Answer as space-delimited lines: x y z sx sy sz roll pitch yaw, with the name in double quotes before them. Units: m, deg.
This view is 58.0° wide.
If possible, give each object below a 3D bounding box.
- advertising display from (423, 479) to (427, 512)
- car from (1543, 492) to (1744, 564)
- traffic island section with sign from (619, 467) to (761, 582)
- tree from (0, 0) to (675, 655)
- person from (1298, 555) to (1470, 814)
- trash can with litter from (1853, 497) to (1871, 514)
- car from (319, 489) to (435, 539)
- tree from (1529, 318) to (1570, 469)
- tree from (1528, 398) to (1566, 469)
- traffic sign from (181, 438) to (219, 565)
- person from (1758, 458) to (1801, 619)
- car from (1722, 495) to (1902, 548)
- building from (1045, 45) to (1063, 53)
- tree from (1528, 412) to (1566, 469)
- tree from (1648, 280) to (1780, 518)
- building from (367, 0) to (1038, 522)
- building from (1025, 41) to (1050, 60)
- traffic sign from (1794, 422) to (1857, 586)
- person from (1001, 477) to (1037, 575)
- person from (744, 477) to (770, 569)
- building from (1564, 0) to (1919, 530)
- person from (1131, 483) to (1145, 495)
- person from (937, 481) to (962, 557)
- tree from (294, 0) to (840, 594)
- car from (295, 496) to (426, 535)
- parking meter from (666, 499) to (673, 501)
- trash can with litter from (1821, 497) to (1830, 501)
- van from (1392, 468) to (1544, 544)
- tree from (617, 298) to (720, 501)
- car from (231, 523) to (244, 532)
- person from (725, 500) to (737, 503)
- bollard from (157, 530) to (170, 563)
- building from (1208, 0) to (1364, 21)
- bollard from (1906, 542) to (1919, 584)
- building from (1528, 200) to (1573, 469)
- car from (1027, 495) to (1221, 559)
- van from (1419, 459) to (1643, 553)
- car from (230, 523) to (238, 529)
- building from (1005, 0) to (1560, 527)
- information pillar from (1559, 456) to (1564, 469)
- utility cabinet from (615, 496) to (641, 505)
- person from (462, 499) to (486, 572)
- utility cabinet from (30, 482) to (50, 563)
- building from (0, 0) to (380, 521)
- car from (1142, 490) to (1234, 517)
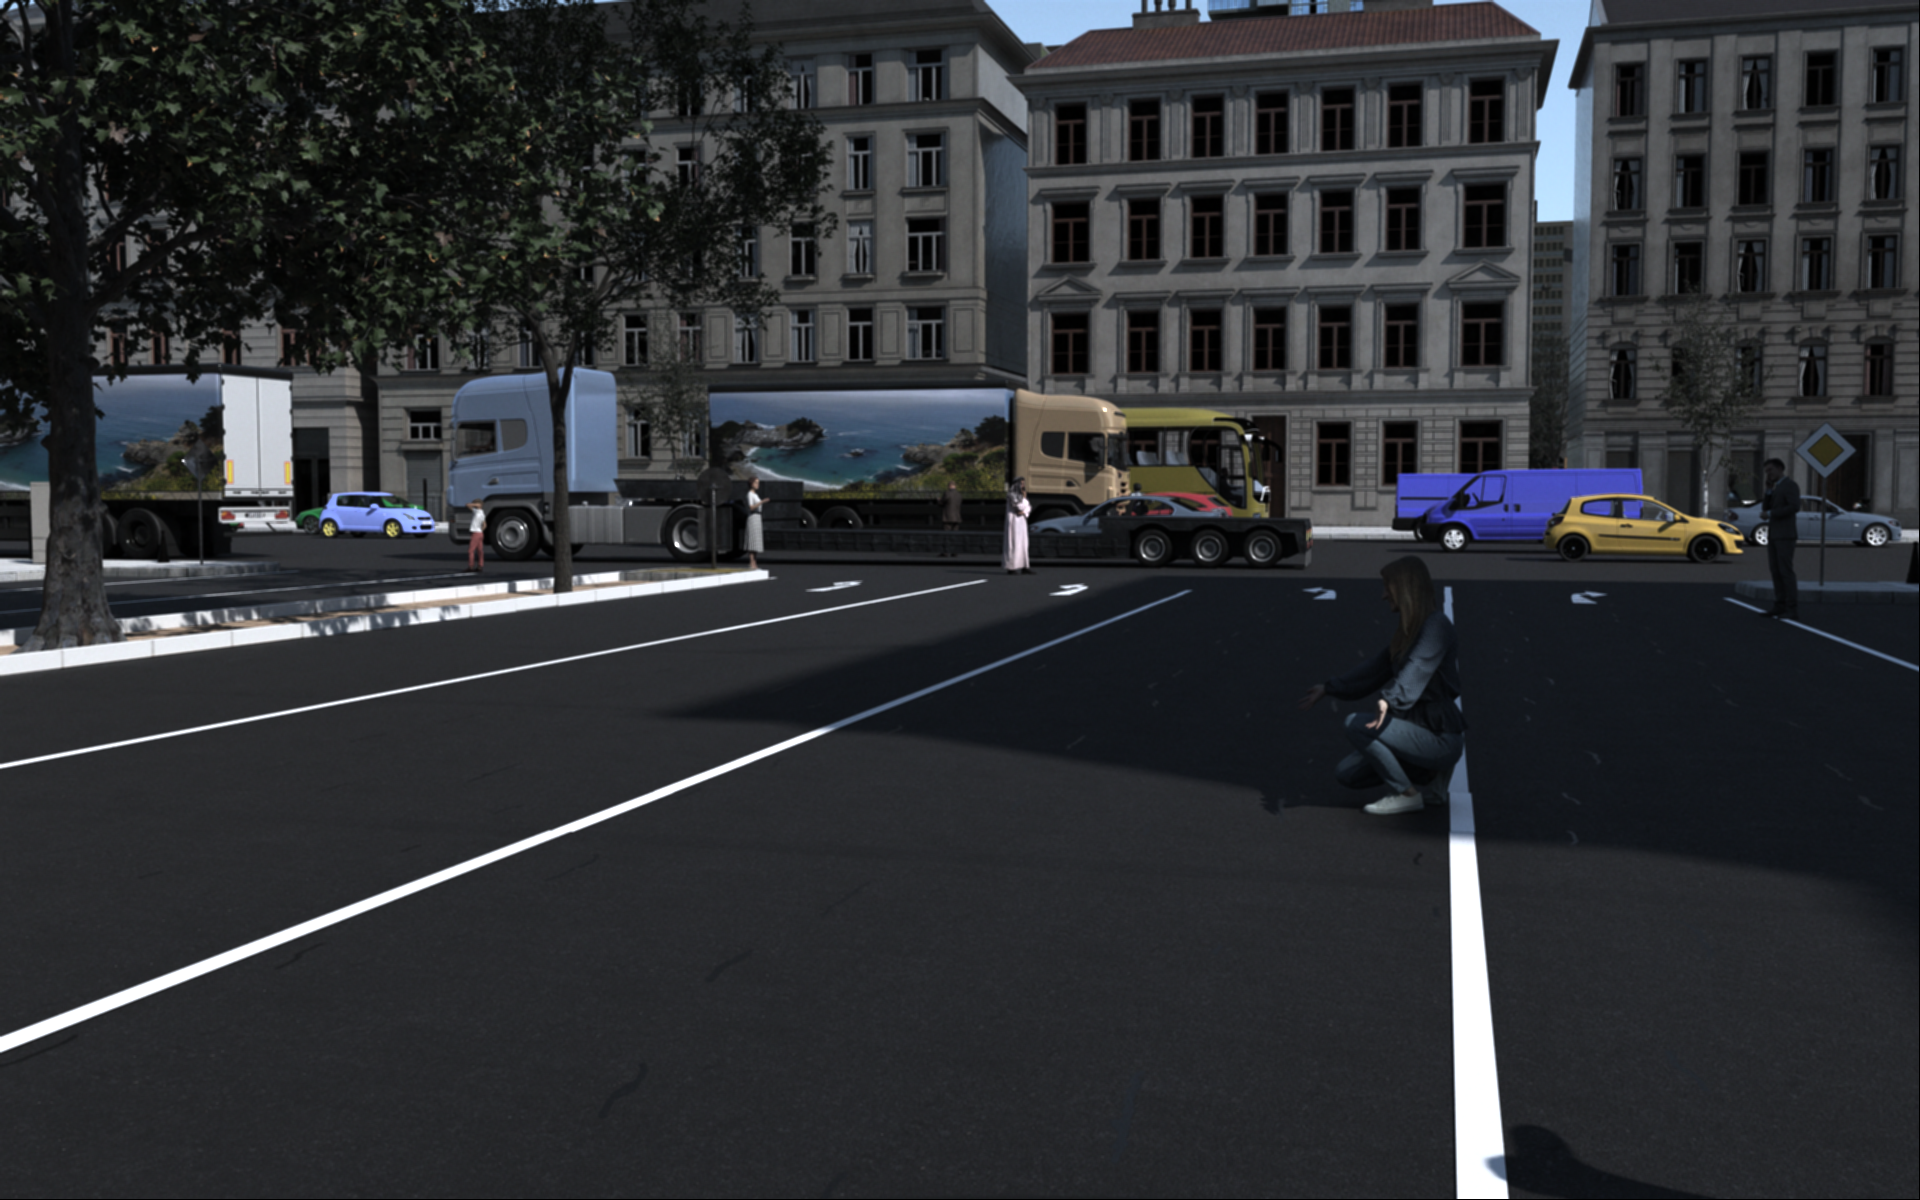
"advertising display" -22.763 -4.191 73.742 0.123 1.923 0.974 -1 4 -16
"car" 14.492 -1.626 36.811 3.980 1.641 2.015 1 4 17
"traffic island section with sign" -4.365 -1.277 29.011 2.006 1.907 1.989 1 4 16
"tree" -7.868 -5.857 15.225 9.611 12.733 9.660 0 3 0
"person" 1.933 0.379 7.806 0.738 1.151 1.012 0 4 7
"trash can with litter" 31.081 -2.970 59.939 0.624 1.170 1.055 1 4 9
"car" -19.011 -2.874 56.578 3.694 1.707 1.945 1 4 16
"tree" 41.524 -12.878 120.924 12.009 13.543 11.850 0 3 0
"tree" 58.151 -15.411 177.723 9.928 11.665 9.643 0 3 0
"traffic sign" -13.730 -1.692 31.303 0.795 2.450 0.064 1 4 16
"person" 9.444 -0.716 20.016 0.447 1.846 0.655 0 4 3
"car" 23.334 -2.175 47.561 4.499 1.417 2.014 1 4 15
"building" 4.780 -31.950 172.492 14.200 45.320 14.600 1 4 16
"tree" 49.046 -12.046 147.316 4.360 8.622 3.978 0 3 0
"tree" 25.425 -6.632 58.793 4.360 8.622 3.978 0 3 0
"building" -11.017 -15.218 82.101 30.059 22.955 16.112 1 4 16
"building" -0.052 -28.788 154.277 14.154 41.232 14.086 1 4 16
"traffic sign" 12.032 -1.253 24.135 0.795 2.450 0.064 1 4 16
"person" 1.040 -1.323 30.804 0.621 1.740 0.551 1 4 14
"person" -3.721 -1.400 31.956 0.524 1.755 0.480 1 4 8
"building" 33.235 -13.307 66.720 18.267 20.994 9.793 1 4 16
"person" 4.923 -2.365 47.888 0.841 1.734 0.376 -1 4 -9
"person" -0.271 -1.862 39.630 0.600 1.739 0.565 1 4 21
"tree" -5.376 -5.328 23.987 8.767 10.594 7.601 1 4 16
"car" -21.163 -3.197 61.075 4.718 1.807 1.959 1 4 15
"parking meter" -12.396 -4.169 73.875 0.255 1.863 0.399 -2 4 -25
"trash can with litter" 39.197 -4.101 78.116 2.233 1.210 1.678 2 4 23
"van" 15.438 -2.853 51.035 5.245 2.365 2.240 1 4 15
"tree" -10.600 -6.977 64.431 4.360 8.622 3.978 0 3 0
"car" -27.991 -3.267 62.457 4.494 1.783 2.155 1 4 16
"person" -6.318 -2.358 46.920 0.709 1.838 0.599 -1 4 -19
"bollard" -14.915 -1.002 32.416 0.229 0.601 0.229 0 3 0
"building" 45.752 -56.354 234.052 31.000 86.520 22.319 1 4 16
"bollard" 13.699 -0.538 24.842 0.229 0.601 0.229 0 3 0
"building" 74.140 -33.059 232.401 23.993 40.220 32.217 1 4 16
"car" 3.676 -1.651 38.988 4.499 1.417 2.014 1 4 16
"van" 13.947 -2.323 42.366 5.245 2.365 2.240 1 4 17
"car" -26.817 -3.045 58.588 4.718 1.807 1.959 1 4 14
"building" 13.553 -14.480 72.897 21.152 22.565 11.583 1 4 16
"information pillar" 36.782 -6.995 105.724 0.504 3.616 0.183 2 4 26
"utility cabinet" -13.260 -3.552 69.241 1.020 1.237 0.306 1 4 15
"person" -8.956 -1.193 31.914 0.340 1.345 0.435 0 4 5
"utility cabinet" -16.321 -1.402 31.599 1.173 1.500 0.318 1 4 12
"building" -37.193 -18.376 87.841 23.554 28.519 14.401 1 4 16
"car" 4.970 -2.217 45.288 4.494 1.783 2.155 1 4 15
